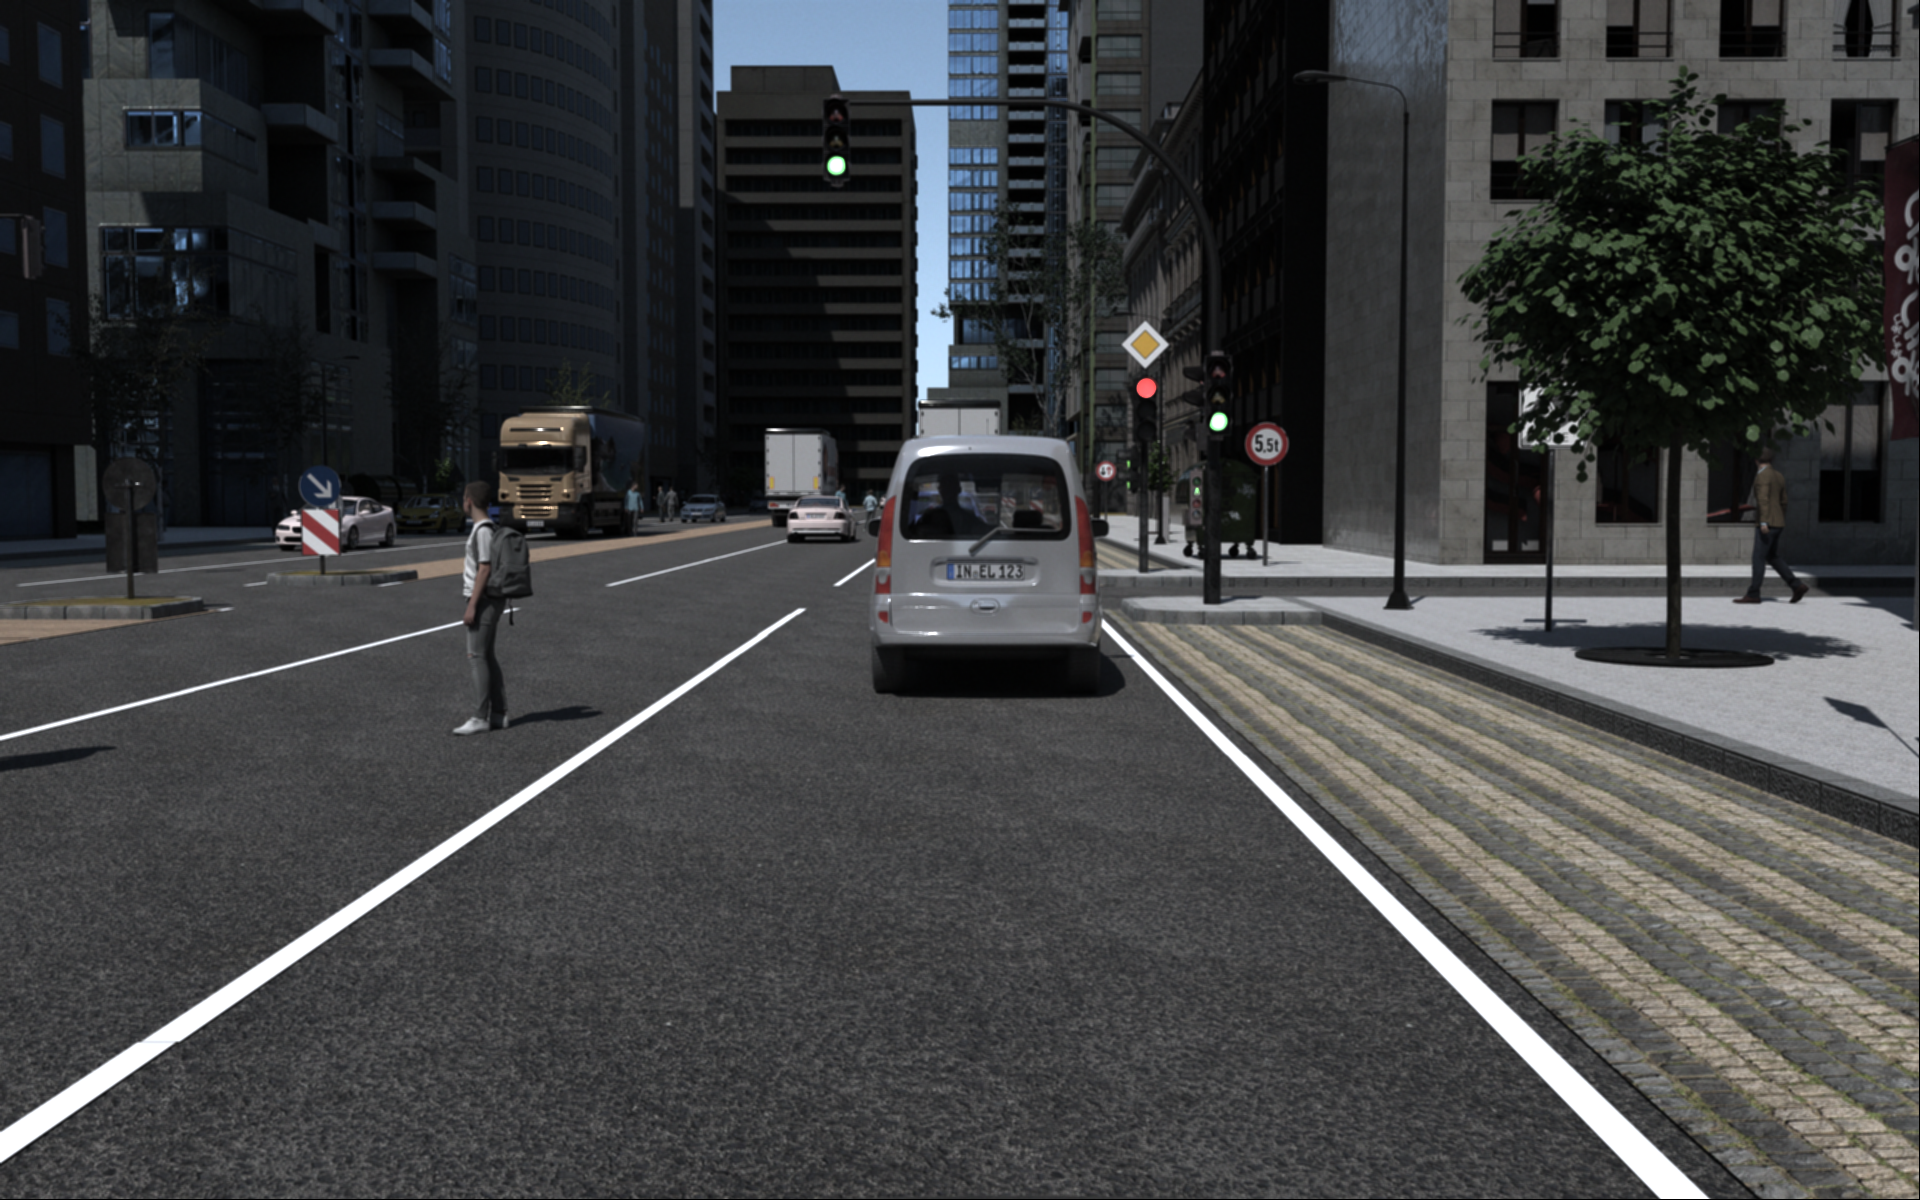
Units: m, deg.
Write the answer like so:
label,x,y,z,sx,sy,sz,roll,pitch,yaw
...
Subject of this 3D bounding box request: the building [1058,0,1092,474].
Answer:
label,x,y,z,sx,sy,sz,roll,pitch,yaw
building,24.062,-35.004,161.562,28.713,52.752,27.495,0,4,0

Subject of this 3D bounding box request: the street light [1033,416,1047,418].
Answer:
label,x,y,z,sx,sy,sz,roll,pitch,yaw
street light,5.012,-7.952,102.558,1.470,5.913,1.316,0,4,0

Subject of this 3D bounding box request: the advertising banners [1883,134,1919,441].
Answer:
label,x,y,z,sx,sy,sz,roll,pitch,yaw
advertising banners,4.657,-0.709,7.783,0.090,3.025,2.074,0,4,1

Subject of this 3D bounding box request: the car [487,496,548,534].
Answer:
label,x,y,z,sx,sy,sz,roll,pitch,yaw
car,-16.389,-3.318,63.833,1.945,1.707,3.694,0,4,1

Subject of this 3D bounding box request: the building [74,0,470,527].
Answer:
label,x,y,z,sx,sy,sz,roll,pitch,yaw
building,-36.458,-46.931,79.993,22.319,86.520,31.000,0,4,0

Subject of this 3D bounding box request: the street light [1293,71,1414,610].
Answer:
label,x,y,z,sx,sy,sz,roll,pitch,yaw
street light,4.362,-2.853,19.187,1.470,5.913,1.316,0,4,0

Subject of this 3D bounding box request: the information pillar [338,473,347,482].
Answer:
label,x,y,z,sx,sy,sz,roll,pitch,yaw
information pillar,-21.593,-3.431,60.596,0.304,2.012,0.304,-1,4,-20

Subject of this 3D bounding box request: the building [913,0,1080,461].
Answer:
label,x,y,z,sx,sy,sz,roll,pitch,yaw
building,10.404,-54.191,198.702,31.000,86.520,22.319,0,4,0

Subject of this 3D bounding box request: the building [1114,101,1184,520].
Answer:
label,x,y,z,sx,sy,sz,roll,pitch,yaw
building,15.682,-15.239,90.959,13.314,21.916,24.055,0,4,0

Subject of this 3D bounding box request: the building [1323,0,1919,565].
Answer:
label,x,y,z,sx,sy,sz,roll,pitch,yaw
building,17.086,-11.070,35.745,16.860,20.320,10.420,0,4,0

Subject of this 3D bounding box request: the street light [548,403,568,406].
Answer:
label,x,y,z,sx,sy,sz,roll,pitch,yaw
street light,-20.570,-7.063,88.018,1.470,5.913,1.316,0,4,0

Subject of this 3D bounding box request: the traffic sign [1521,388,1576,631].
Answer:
label,x,y,z,sx,sy,sz,roll,pitch,yaw
traffic sign,5.493,-0.855,16.108,0.606,2.300,0.079,1,4,10

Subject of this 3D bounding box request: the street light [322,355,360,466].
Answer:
label,x,y,z,sx,sy,sz,roll,pitch,yaw
street light,-20.796,-5.237,58.171,1.470,5.913,1.316,0,4,0

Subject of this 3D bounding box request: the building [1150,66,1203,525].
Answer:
label,x,y,z,sx,sy,sz,roll,pitch,yaw
building,13.851,-12.526,69.426,10.561,19.102,19.286,0,4,0

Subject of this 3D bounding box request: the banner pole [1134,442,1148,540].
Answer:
label,x,y,z,sx,sy,sz,roll,pitch,yaw
banner pole,5.079,-3.537,47.846,0.401,3.779,0.863,-1,4,-11

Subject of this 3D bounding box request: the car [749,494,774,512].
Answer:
label,x,y,z,sx,sy,sz,roll,pitch,yaw
car,-16.244,-7.959,142.133,2.014,1.417,4.499,0,4,0

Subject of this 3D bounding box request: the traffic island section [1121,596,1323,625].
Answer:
label,x,y,z,sx,sy,sz,roll,pitch,yaw
traffic island section,2.955,0.125,20.230,2.009,0.180,2.903,0,4,0

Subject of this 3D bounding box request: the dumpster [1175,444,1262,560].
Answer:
label,x,y,z,sx,sy,sz,roll,pitch,yaw
dumpster,5.143,-1.953,34.424,1.502,2.255,1.985,0,4,0

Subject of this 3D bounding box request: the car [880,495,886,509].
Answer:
label,x,y,z,sx,sy,sz,roll,pitch,yaw
car,-6.821,-9.578,168.956,2.083,1.381,4.827,0,4,1

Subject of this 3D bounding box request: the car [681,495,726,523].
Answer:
label,x,y,z,sx,sy,sz,roll,pitch,yaw
car,-13.023,-4.657,88.152,2.014,1.417,4.499,0,4,2

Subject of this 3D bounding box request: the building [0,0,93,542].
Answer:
label,x,y,z,sx,sy,sz,roll,pitch,yaw
building,-32.268,-23.989,42.324,14.600,45.320,14.200,0,4,0

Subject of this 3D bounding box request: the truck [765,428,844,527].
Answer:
label,x,y,z,sx,sy,sz,roll,pitch,yaw
truck,-7.084,-5.545,79.574,2.839,4.237,11.283,0,4,0

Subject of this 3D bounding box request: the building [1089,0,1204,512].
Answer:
label,x,y,z,sx,sy,sz,roll,pitch,yaw
building,16.422,-27.072,126.220,14.154,41.232,14.086,0,4,0

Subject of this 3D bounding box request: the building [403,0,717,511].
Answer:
label,x,y,z,sx,sy,sz,roll,pitch,yaw
building,-38.019,-38.095,164.845,28.212,58.520,21.231,0,4,0

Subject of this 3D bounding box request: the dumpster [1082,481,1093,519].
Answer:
label,x,y,z,sx,sy,sz,roll,pitch,yaw
dumpster,5.471,-4.455,78.596,1.264,1.857,1.865,0,4,0

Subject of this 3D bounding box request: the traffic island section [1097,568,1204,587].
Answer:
label,x,y,z,sx,sy,sz,roll,pitch,yaw
traffic island section,3.012,-0.363,28.215,2.009,0.180,2.903,0,4,0

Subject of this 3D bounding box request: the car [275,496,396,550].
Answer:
label,x,y,z,sx,sy,sz,roll,pitch,yaw
car,-16.330,-2.028,45.519,2.083,1.381,4.827,0,4,0

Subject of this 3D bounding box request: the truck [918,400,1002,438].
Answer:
label,x,y,z,sx,sy,sz,roll,pitch,yaw
truck,0.133,-4.181,57.278,2.839,4.237,11.283,0,4,2

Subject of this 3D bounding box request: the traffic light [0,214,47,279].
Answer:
label,x,y,z,sx,sy,sz,roll,pitch,yaw
traffic light,-17.396,-3.278,28.266,4.771,5.953,1.251,0,4,0

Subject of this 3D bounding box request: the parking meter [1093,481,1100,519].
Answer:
label,x,y,z,sx,sy,sz,roll,pitch,yaw
parking meter,5.980,-4.291,75.864,0.255,1.863,0.399,1,4,17

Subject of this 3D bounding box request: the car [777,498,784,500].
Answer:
label,x,y,z,sx,sy,sz,roll,pitch,yaw
car,-12.479,-7.319,128.344,2.281,1.827,5.304,0,4,-1

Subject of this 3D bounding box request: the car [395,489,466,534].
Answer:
label,x,y,z,sx,sy,sz,roll,pitch,yaw
car,-19.138,-3.201,62.552,2.015,1.641,3.980,0,4,-1

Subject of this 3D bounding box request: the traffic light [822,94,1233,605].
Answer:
label,x,y,z,sx,sy,sz,roll,pitch,yaw
traffic light,0.822,-2.772,19.990,4.771,5.953,1.251,0,4,0

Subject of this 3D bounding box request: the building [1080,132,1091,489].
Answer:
label,x,y,z,sx,sy,sz,roll,pitch,yaw
building,16.752,-22.605,141.288,14.160,30.474,14.107,0,4,0

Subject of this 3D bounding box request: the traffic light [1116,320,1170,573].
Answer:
label,x,y,z,sx,sy,sz,roll,pitch,yaw
traffic light,2.972,-2.396,28.101,0.839,4.253,0.868,0,4,0

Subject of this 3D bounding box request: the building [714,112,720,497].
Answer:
label,x,y,z,sx,sy,sz,roll,pitch,yaw
building,-34.125,-33.503,197.881,14.200,45.320,14.600,0,4,0

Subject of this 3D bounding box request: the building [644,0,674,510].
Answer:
label,x,y,z,sx,sy,sz,roll,pitch,yaw
building,-30.898,-29.876,138.578,14.600,45.320,14.200,0,4,0

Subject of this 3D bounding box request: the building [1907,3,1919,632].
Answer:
label,x,y,z,sx,sy,sz,roll,pitch,yaw
building,15.086,-13.263,4.243,14.401,28.519,23.554,0,4,0

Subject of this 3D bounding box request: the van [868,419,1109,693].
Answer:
label,x,y,z,sx,sy,sz,roll,pitch,yaw
van,0.220,-0.418,13.854,2.013,2.044,4.112,0,4,1

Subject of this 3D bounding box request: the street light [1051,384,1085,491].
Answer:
label,x,y,z,sx,sy,sz,roll,pitch,yaw
street light,4.722,-6.166,73.351,1.470,5.913,1.316,0,4,0

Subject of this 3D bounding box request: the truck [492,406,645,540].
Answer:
label,x,y,z,sx,sy,sz,roll,pitch,yaw
truck,-12.817,-4.199,57.567,2.839,4.237,11.283,0,4,1

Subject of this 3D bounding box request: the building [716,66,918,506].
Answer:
label,x,y,z,sx,sy,sz,roll,pitch,yaw
building,-15.896,-35.250,200.044,21.600,48.544,21.300,0,4,0

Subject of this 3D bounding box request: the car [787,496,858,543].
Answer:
label,x,y,z,sx,sy,sz,roll,pitch,yaw
car,-4.152,-2.436,52.196,2.083,1.381,4.827,0,4,0

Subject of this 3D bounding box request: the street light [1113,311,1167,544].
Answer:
label,x,y,z,sx,sy,sz,roll,pitch,yaw
street light,4.583,-4.379,44.135,1.470,5.913,1.316,0,4,0

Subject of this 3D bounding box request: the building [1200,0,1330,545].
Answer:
label,x,y,z,sx,sy,sz,roll,pitch,yaw
building,14.330,-13.536,50.999,12.332,23.373,15.834,0,4,0
